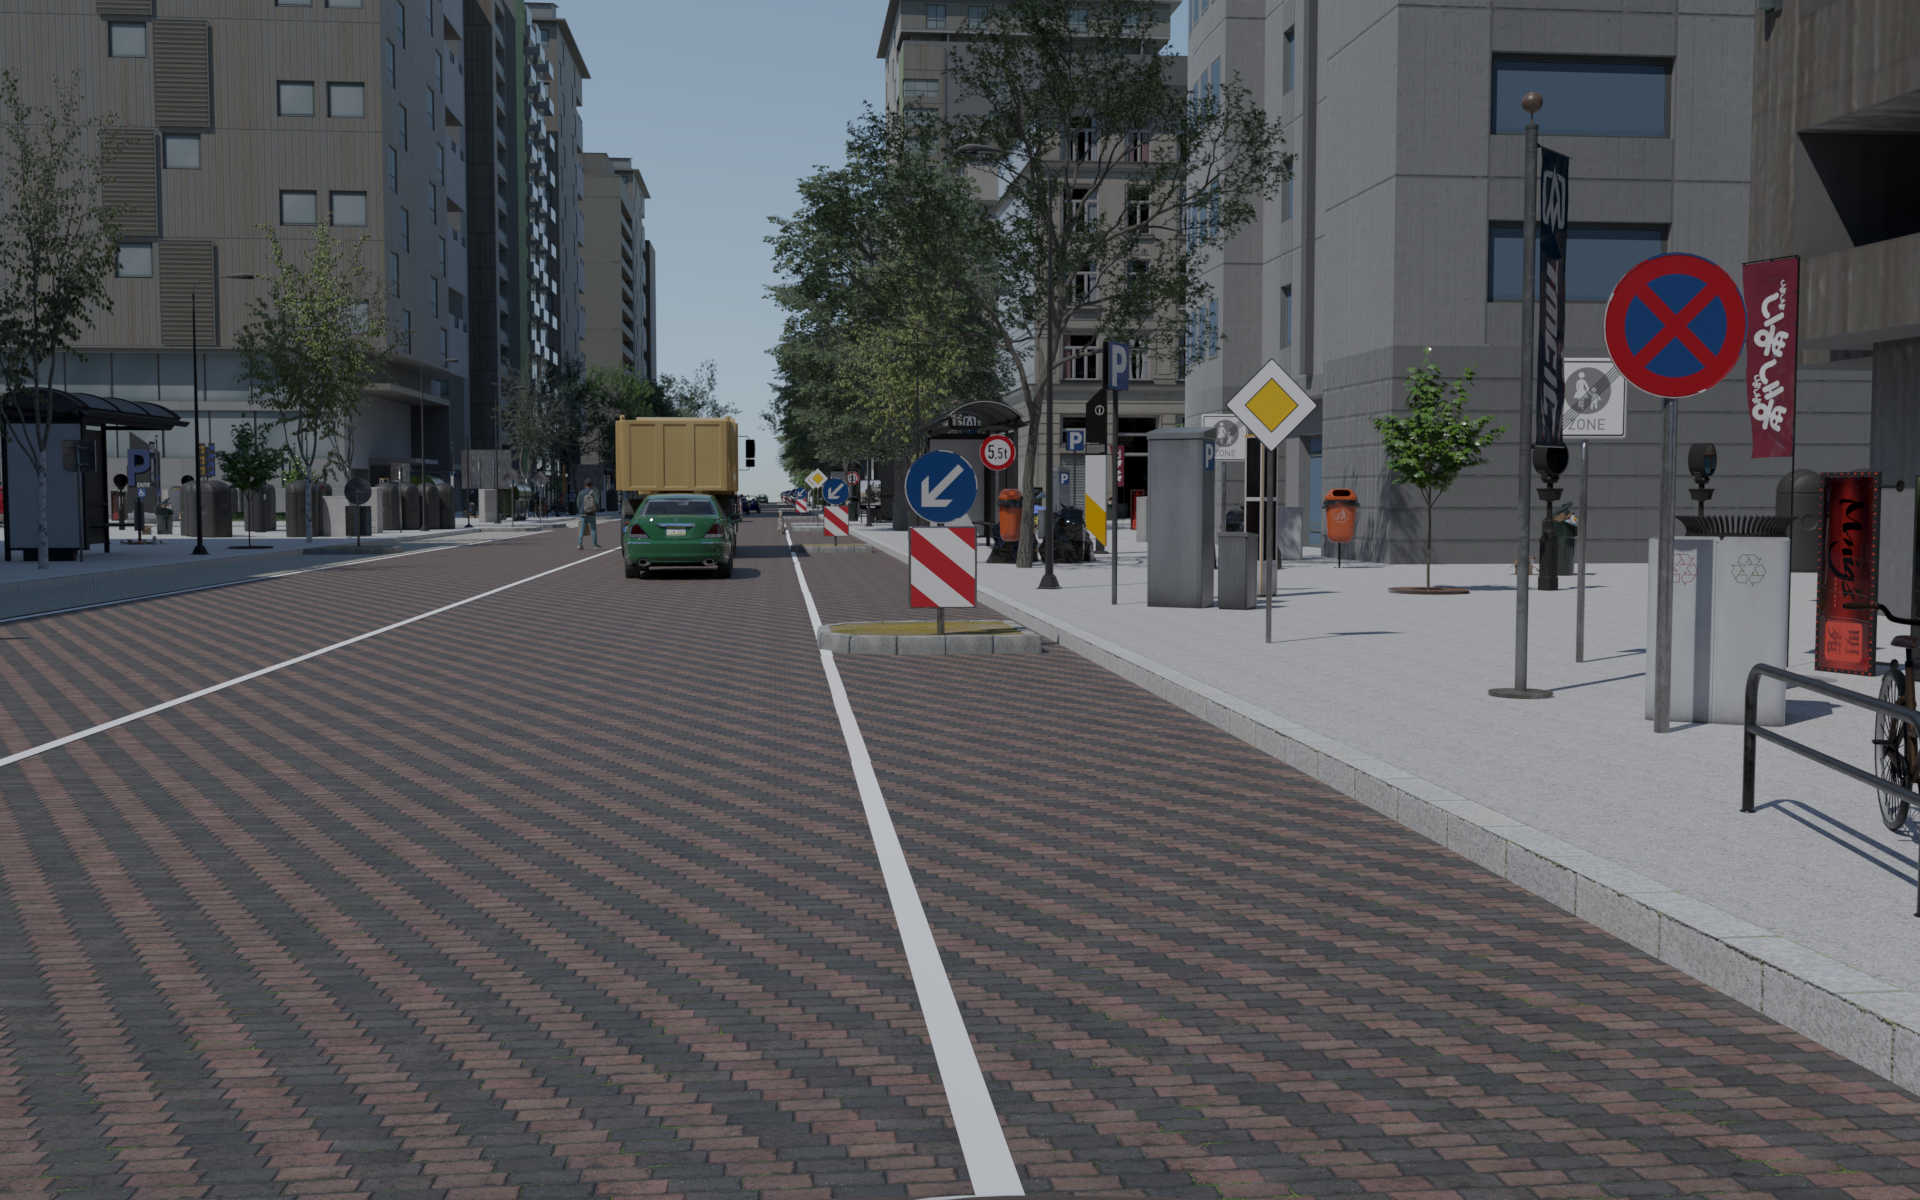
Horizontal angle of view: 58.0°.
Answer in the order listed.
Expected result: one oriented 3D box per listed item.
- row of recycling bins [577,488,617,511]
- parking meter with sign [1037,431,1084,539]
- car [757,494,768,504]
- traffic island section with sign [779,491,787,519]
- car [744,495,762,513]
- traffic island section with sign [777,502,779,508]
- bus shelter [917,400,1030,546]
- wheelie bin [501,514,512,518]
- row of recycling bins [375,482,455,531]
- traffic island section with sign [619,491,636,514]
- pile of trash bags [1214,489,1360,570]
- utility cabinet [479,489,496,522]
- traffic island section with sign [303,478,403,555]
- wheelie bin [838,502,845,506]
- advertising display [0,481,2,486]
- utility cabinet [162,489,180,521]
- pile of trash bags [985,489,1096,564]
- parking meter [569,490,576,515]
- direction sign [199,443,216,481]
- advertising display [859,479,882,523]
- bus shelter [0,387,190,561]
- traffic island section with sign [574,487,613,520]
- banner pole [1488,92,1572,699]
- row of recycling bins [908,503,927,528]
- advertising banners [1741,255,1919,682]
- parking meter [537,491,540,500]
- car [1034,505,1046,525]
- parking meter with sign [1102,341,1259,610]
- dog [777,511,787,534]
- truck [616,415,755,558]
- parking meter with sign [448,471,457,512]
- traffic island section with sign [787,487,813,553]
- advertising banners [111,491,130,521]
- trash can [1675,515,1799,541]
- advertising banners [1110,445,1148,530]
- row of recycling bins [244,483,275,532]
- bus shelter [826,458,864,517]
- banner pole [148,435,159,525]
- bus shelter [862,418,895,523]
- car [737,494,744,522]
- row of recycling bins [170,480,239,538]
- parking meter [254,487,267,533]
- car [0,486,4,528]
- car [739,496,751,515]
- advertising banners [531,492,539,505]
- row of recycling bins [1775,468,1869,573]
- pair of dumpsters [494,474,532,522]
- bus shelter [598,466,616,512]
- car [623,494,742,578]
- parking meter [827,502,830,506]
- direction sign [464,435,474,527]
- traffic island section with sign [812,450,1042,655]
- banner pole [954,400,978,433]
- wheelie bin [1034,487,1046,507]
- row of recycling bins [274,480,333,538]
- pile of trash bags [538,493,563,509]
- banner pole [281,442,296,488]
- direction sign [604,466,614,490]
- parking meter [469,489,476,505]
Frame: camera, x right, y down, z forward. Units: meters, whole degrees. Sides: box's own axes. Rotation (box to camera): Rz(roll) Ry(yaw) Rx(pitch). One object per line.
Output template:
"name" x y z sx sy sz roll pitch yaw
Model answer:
"row of recycling bins" -27.097 -7.390 127.947 3.534 1.692 1.069 0 4 -5
"parking meter with sign" 2.762 -3.202 48.621 0.543 3.016 1.738 -2 4 -29
"car" -29.509 -15.223 258.687 2.009 1.686 4.222 0 4 -5
"traffic island section with sign" -9.157 -5.496 98.486 1.989 1.847 2.006 0 4 -6
"car" -16.027 -7.279 131.594 1.945 1.354 3.894 0 4 -5
"traffic island section with sign" -12.028 -7.135 125.289 1.989 1.847 2.006 0 4 -6
"bus shelter" 0.245 -2.822 40.058 2.014 3.302 5.546 0 4 -6
"wheelie bin" -24.689 -5.266 94.013 0.693 1.594 0.980 -1 4 -22
"row of recycling bins" -19.476 -3.360 62.050 1.069 1.692 3.534 2 4 28
"traffic island section with sign" -23.378 -7.058 124.019 1.989 1.847 2.006 0 4 -6
"pile of trash bags" 5.164 -1.241 30.042 3.447 1.369 1.912 1 4 10
"utility cabinet" -21.112 -4.210 77.510 0.318 1.500 1.173 1 4 11
"traffic island section with sign" -14.549 -2.021 41.679 1.989 1.847 2.006 0 4 -6
"wheelie bin" -6.419 -5.320 94.896 0.693 1.594 0.980 0 4 -3
"advertising display" -46.487 -4.788 83.494 0.123 1.923 0.974 0 4 0
"utility cabinet" -36.355 -4.358 79.931 0.318 1.500 1.173 0 4 5
"pile of trash bags" 1.354 -1.364 32.058 1.912 1.369 3.447 1 4 17
"parking meter" -23.253 -5.847 104.010 0.372 1.533 0.369 0 3 0
"direction sign" -33.394 -5.192 76.879 0.876 3.537 0.379 1 4 20
"advertising display" -3.910 -4.321 75.858 0.974 1.923 0.123 1 4 8
"bus shelter" -17.719 -2.541 35.477 2.014 3.302 5.546 0 4 -6
"traffic island section with sign" -20.452 -5.387 96.709 1.989 1.847 2.006 0 4 -6
"banner pole" 3.715 -1.288 11.080 0.401 3.779 0.863 3 5 40
"row of recycling bins" -0.809 -2.546 48.741 1.069 1.692 3.534 1 4 10
"advertising banners" 6.327 -0.982 12.251 0.090 3.025 2.074 -1 4 -23
"parking meter" -33.617 -7.926 137.997 0.372 1.533 0.369 0 3 0
"car" 1.990 -3.772 71.267 3.694 1.707 1.945 0 4 -7
"parking meter with sign" 2.508 -1.427 19.596 1.738 3.016 0.543 2 4 30
"dog" -6.508 -2.781 62.312 0.513 0.831 0.800 2 4 27
"truck" -6.765 -2.850 42.529 3.469 3.379 9.791 0 4 -7
"parking meter with sign" -35.398 -7.627 120.959 0.543 3.016 1.738 -1 4 -14
"traffic island section with sign" -3.231 -2.115 43.211 1.989 1.847 2.006 0 4 -6
"advertising banners" -40.438 -5.303 82.889 0.090 3.025 2.074 1 4 16
"trash can" 5.105 0.014 11.431 0.748 1.137 0.748 0 3 0
"advertising banners" 6.354 -4.009 61.735 2.074 3.025 0.090 1 4 15
"row of recycling bins" -24.479 -3.272 60.607 1.069 1.692 3.534 -1 4 -20
"bus shelter" -6.677 -6.503 100.248 2.014 3.302 5.546 0 4 -6
"banner pole" -33.780 -5.054 72.651 0.401 3.779 0.863 0 4 3
"bus shelter" -3.413 -6.320 80.970 2.179 5.291 8.768 0 4 -6
"car" -12.331 -4.937 89.390 2.281 1.827 5.304 0 4 -5
"row of recycling bins" -22.769 -2.755 52.163 1.069 1.692 3.534 -2 4 -35
"parking meter" -23.359 -3.021 57.808 0.372 1.533 0.369 0 3 0
"car" -40.162 -3.696 69.100 5.304 1.827 2.281 0 4 -7
"car" -15.337 -6.521 119.194 1.945 1.354 3.894 0 4 -7
"advertising banners" -31.513 -7.887 125.135 2.074 3.025 0.090 -1 4 -11
"row of recycling bins" 15.014 -1.265 27.798 3.534 1.692 1.069 2 4 30
"pair of dumpsters" -21.443 -4.886 82.384 1.574 2.255 4.437 0 4 -6
"bus shelter" -25.754 -7.928 123.538 2.014 3.302 5.546 0 4 -6
"car" -4.983 -1.174 30.996 2.131 1.459 4.920 0 4 -7
"parking meter" -8.666 -6.562 115.698 0.372 1.533 0.369 0 3 0
"direction sign" -18.908 -4.561 66.575 0.379 3.537 0.876 -1 4 -13
"traffic island section with sign" -0.352 -0.476 16.410 1.989 1.847 2.006 0 4 -6
"banner pole" 0.111 -3.429 46.081 0.863 3.779 0.401 -2 4 -24
"wheelie bin" 3.404 -4.252 77.435 0.980 1.594 0.693 0 4 5
"row of recycling bins" -19.864 -2.794 52.798 1.069 1.692 3.534 -1 4 -10
"pile of trash bags" -31.353 -7.398 130.717 3.447 1.369 1.912 0 4 2
"banner pole" -32.487 -5.748 83.990 0.863 3.779 0.401 -1 4 -8
"direction sign" -28.147 -8.979 138.807 0.876 3.537 0.379 -1 4 -14
"parking meter" -27.550 -5.628 97.731 0.399 1.863 0.255 -2 4 -29
